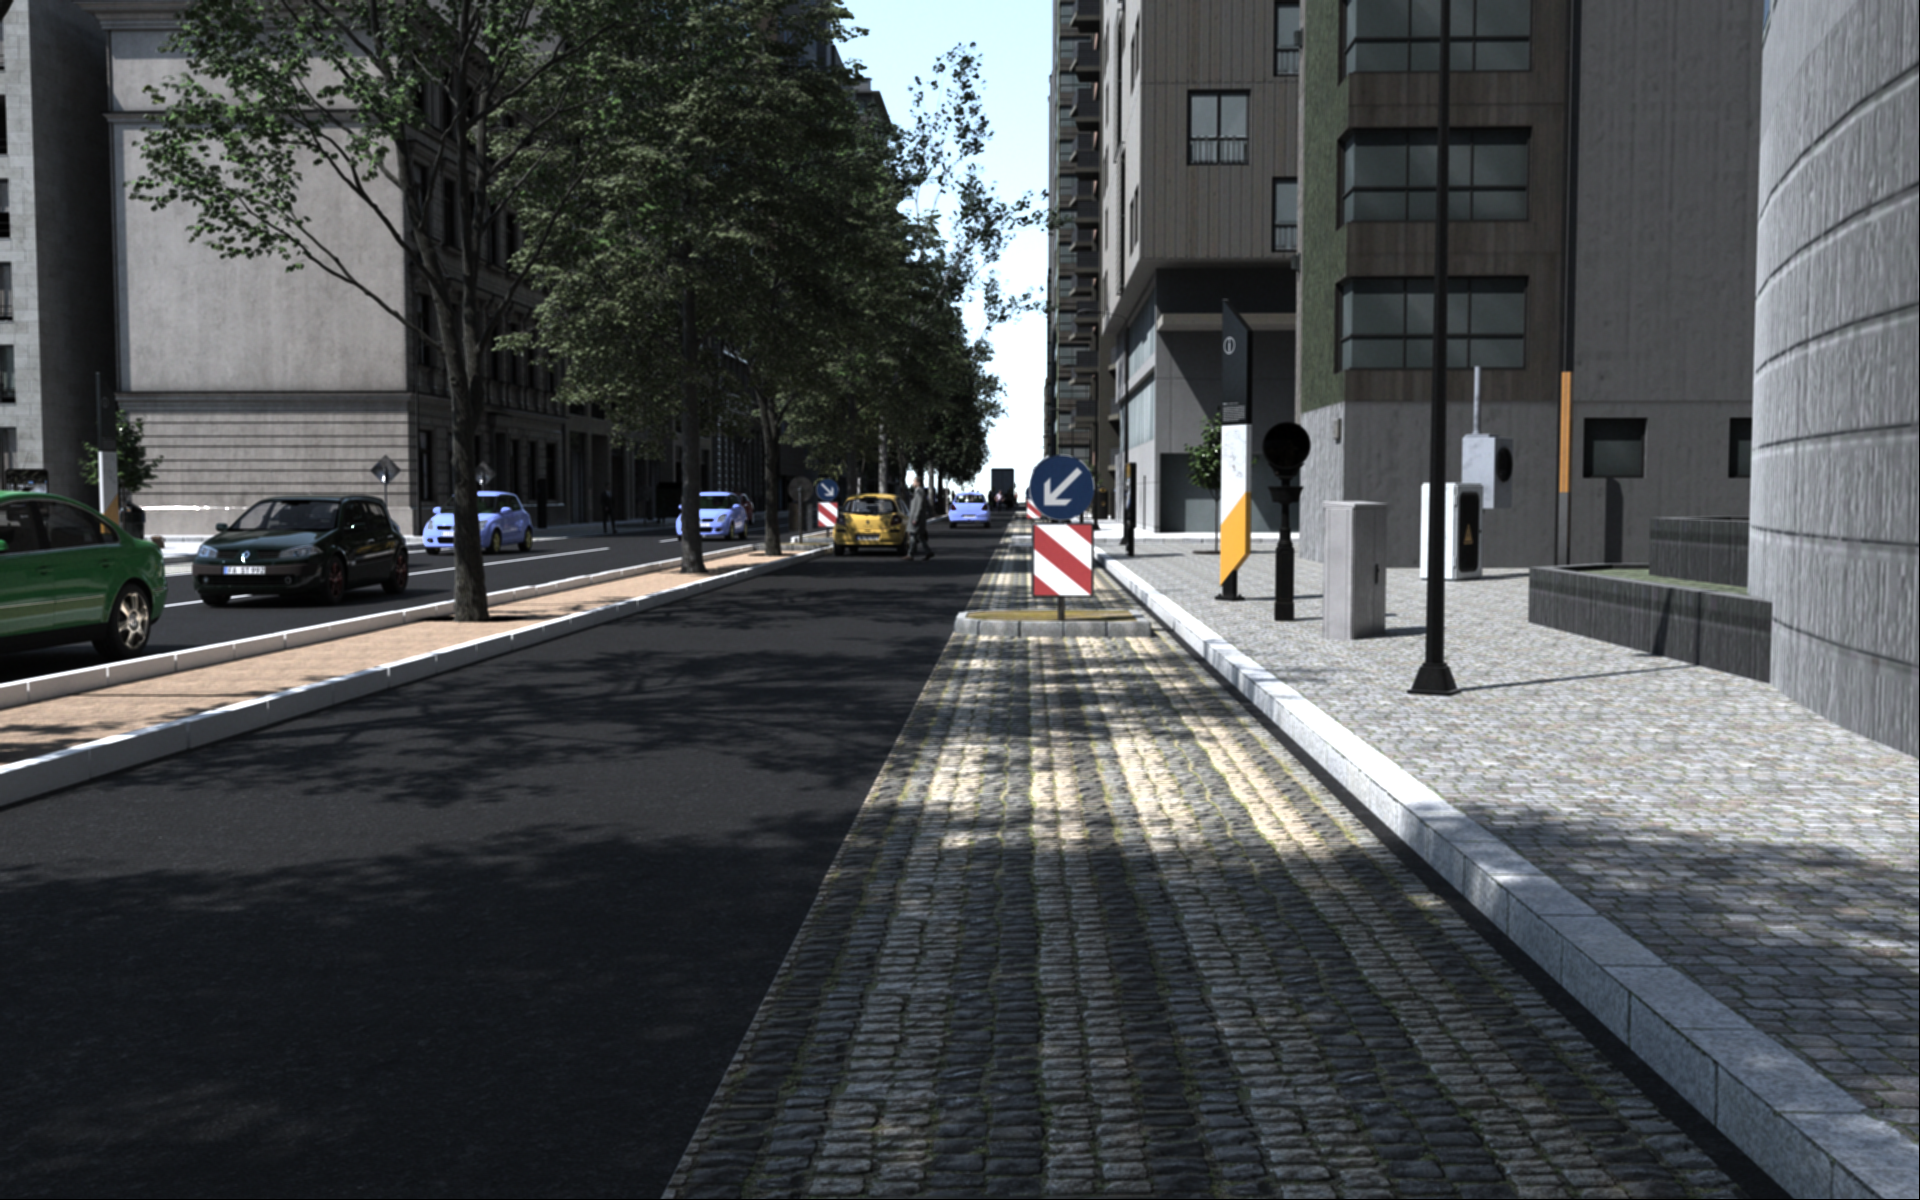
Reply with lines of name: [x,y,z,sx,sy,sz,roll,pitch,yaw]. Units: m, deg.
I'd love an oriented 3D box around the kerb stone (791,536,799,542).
kerb stone: [-4.930,-1.811,51.806,0.120,0.150,1.000,0,4,2]

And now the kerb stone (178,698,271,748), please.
kerb stone: [-4.376,0.730,10.254,0.120,0.150,1.000,0,4,2]

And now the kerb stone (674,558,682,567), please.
kerb stone: [-5.593,-0.713,33.853,0.120,0.150,1.000,0,4,2]

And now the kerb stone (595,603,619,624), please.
kerb stone: [-4.033,0.167,19.461,0.120,0.150,1.000,0,4,2]

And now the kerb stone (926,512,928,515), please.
kerb stone: [-2.183,-6.259,124.558,0.120,0.150,1.000,0,4,2]

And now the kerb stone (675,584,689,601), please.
kerb stone: [-3.879,-0.077,23.574,0.120,0.150,1.000,0,4,2]

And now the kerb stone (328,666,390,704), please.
kerb stone: [-4.307,0.608,12.298,0.120,0.150,1.000,0,4,2]

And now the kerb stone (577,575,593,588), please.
kerb stone: [-5.870,-0.274,26.671,0.120,0.150,1.000,0,4,2]

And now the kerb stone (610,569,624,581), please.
kerb stone: [-5.789,-0.398,28.716,0.120,0.150,1.000,0,4,2]

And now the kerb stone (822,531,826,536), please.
kerb stone: [-4.688,-2.187,57.950,0.120,0.150,1.000,0,4,2]

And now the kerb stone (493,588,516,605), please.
kerb stone: [-6.023,-0.023,22.576,0.120,0.150,1.000,0,4,2]

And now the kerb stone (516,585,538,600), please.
kerb stone: [-5.980,-0.086,23.597,0.120,0.150,1.000,0,4,2]

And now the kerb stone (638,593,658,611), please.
kerb stone: [-3.952,0.046,21.520,0.120,0.150,1.000,0,4,2]

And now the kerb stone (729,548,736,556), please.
kerb stone: [-5.370,-1.089,39.999,0.120,0.150,1.000,0,4,2]

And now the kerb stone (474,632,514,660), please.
kerb stone: [-4.191,0.417,15.371,0.120,0.150,1.000,0,4,2]

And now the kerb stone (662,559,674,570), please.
kerb stone: [-5.631,-0.650,32.826,0.120,0.150,1.000,0,4,2]

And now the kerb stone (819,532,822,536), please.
kerb stone: [-4.727,-2.124,56.929,0.120,0.150,1.000,0,4,2]

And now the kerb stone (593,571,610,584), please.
kerb stone: [-5.823,-0.329,27.695,0.120,0.150,1.000,0,4,2]

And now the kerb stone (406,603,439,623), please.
kerb stone: [-6.128,0.168,19.502,0.120,0.150,1.000,0,4,2]

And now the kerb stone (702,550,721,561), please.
kerb stone: [-5.446,-0.961,37.956,0.120,0.150,1.000,0,4,2]

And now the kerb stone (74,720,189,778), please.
kerb stone: [-4.423,0.793,9.230,0.120,0.150,1.000,0,4,2]

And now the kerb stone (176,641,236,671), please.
kerb stone: [-6.324,0.479,14.395,0.120,0.150,1.000,0,4,2]

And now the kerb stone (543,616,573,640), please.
kerb stone: [-4.108,0.295,17.414,0.120,0.150,1.000,0,4,2]

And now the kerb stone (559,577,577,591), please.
kerb stone: [-5.899,-0.206,25.650,0.120,0.150,1.000,0,4,2]

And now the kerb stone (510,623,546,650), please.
kerb stone: [-4.143,0.358,16.392,0.120,0.150,1.000,0,4,2]

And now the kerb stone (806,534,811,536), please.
kerb stone: [-4.840,-1.937,53.865,0.120,0.150,1.000,0,4,2]

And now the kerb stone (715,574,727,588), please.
kerb stone: [-3.768,-0.272,26.639,0.120,0.150,1.000,0,4,2]

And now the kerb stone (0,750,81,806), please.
kerb stone: [-4.455,0.856,8.207,0.120,0.150,1.000,0,4,2]

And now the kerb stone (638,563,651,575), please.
kerb stone: [-5.709,-0.523,30.773,0.120,0.150,1.000,0,4,2]

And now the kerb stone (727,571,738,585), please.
kerb stone: [-3.728,-0.330,27.661,0.120,0.150,1.000,0,4,2]

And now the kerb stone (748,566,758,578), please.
kerb stone: [-3.645,-0.457,29.704,0.120,0.150,1.000,0,4,2]

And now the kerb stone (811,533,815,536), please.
kerb stone: [-4.808,-1.999,54.887,0.120,0.150,1.000,0,4,2]

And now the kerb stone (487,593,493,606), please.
kerb stone: [-6.053,0.040,21.547,0.120,0.150,1.000,0,4,2]

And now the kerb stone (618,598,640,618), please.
kerb stone: [-3.989,0.104,20.491,0.120,0.150,1.000,0,4,2]

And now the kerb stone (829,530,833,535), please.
kerb stone: [-4.607,-2.312,59.996,0.120,0.150,1.000,0,4,2]

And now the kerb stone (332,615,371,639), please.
kerb stone: [-6.209,0.290,17.459,0.120,0.150,1.000,0,4,2]

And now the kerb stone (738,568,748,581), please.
kerb stone: [-3.686,-0.397,28.682,0.120,0.150,1.000,0,4,2]

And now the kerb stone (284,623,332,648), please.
kerb stone: [-6.241,0.352,16.438,0.120,0.150,1.000,0,4,2]

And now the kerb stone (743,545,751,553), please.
kerb stone: [-5.283,-1.215,42.059,0.120,0.150,1.000,0,4,2]

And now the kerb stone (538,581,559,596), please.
kerb stone: [-5.938,-0.134,24.622,0.120,0.150,1.000,0,4,2]

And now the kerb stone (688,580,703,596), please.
kerb stone: [-3.842,-0.146,24.596,0.120,0.150,1.000,0,4,2]

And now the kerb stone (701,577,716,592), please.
kerb stone: [-3.800,-0.209,25.617,0.120,0.150,1.000,0,4,2]

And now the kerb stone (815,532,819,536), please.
kerb stone: [-4.766,-2.058,55.908,0.120,0.150,1.000,0,4,2]

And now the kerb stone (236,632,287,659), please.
kerb stone: [-6.289,0.419,15.417,0.120,0.150,1.000,0,4,2]

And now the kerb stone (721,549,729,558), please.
kerb stone: [-5.400,-1.026,38.977,0.120,0.150,1.000,0,4,2]

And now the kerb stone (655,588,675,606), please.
kerb stone: [-3.910,-0.021,22.547,0.120,0.150,1.000,0,4,2]

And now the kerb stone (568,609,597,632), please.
kerb stone: [-4.072,0.230,18.436,0.120,0.150,1.000,0,4,2]

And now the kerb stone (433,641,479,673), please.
kerb stone: [-4.223,0.480,14.345,0.120,0.150,1.000,0,4,2]

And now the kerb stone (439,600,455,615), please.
kerb stone: [-6.092,0.102,20.526,0.120,0.150,1.000,0,4,2]

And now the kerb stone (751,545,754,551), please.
kerb stone: [-5.246,-1.278,43.089,0.120,0.150,1.000,0,4,2]

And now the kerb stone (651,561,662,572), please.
kerb stone: [-5.676,-0.587,31.800,0.120,0.150,1.000,0,4,2]

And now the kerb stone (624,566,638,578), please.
kerb stone: [-5.747,-0.460,29.752,0.120,0.150,1.000,0,4,2]

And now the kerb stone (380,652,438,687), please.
kerb stone: [-4.262,0.543,13.324,0.120,0.150,1.000,0,4,2]

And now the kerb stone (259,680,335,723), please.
kerb stone: [-4.344,0.668,11.276,0.120,0.150,1.000,0,4,2]

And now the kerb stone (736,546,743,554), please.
kerb stone: [-5.331,-1.152,41.028,0.120,0.150,1.000,0,4,2]

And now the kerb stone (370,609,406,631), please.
kerb stone: [-6.178,0.227,18.481,0.120,0.150,1.000,0,4,2]
